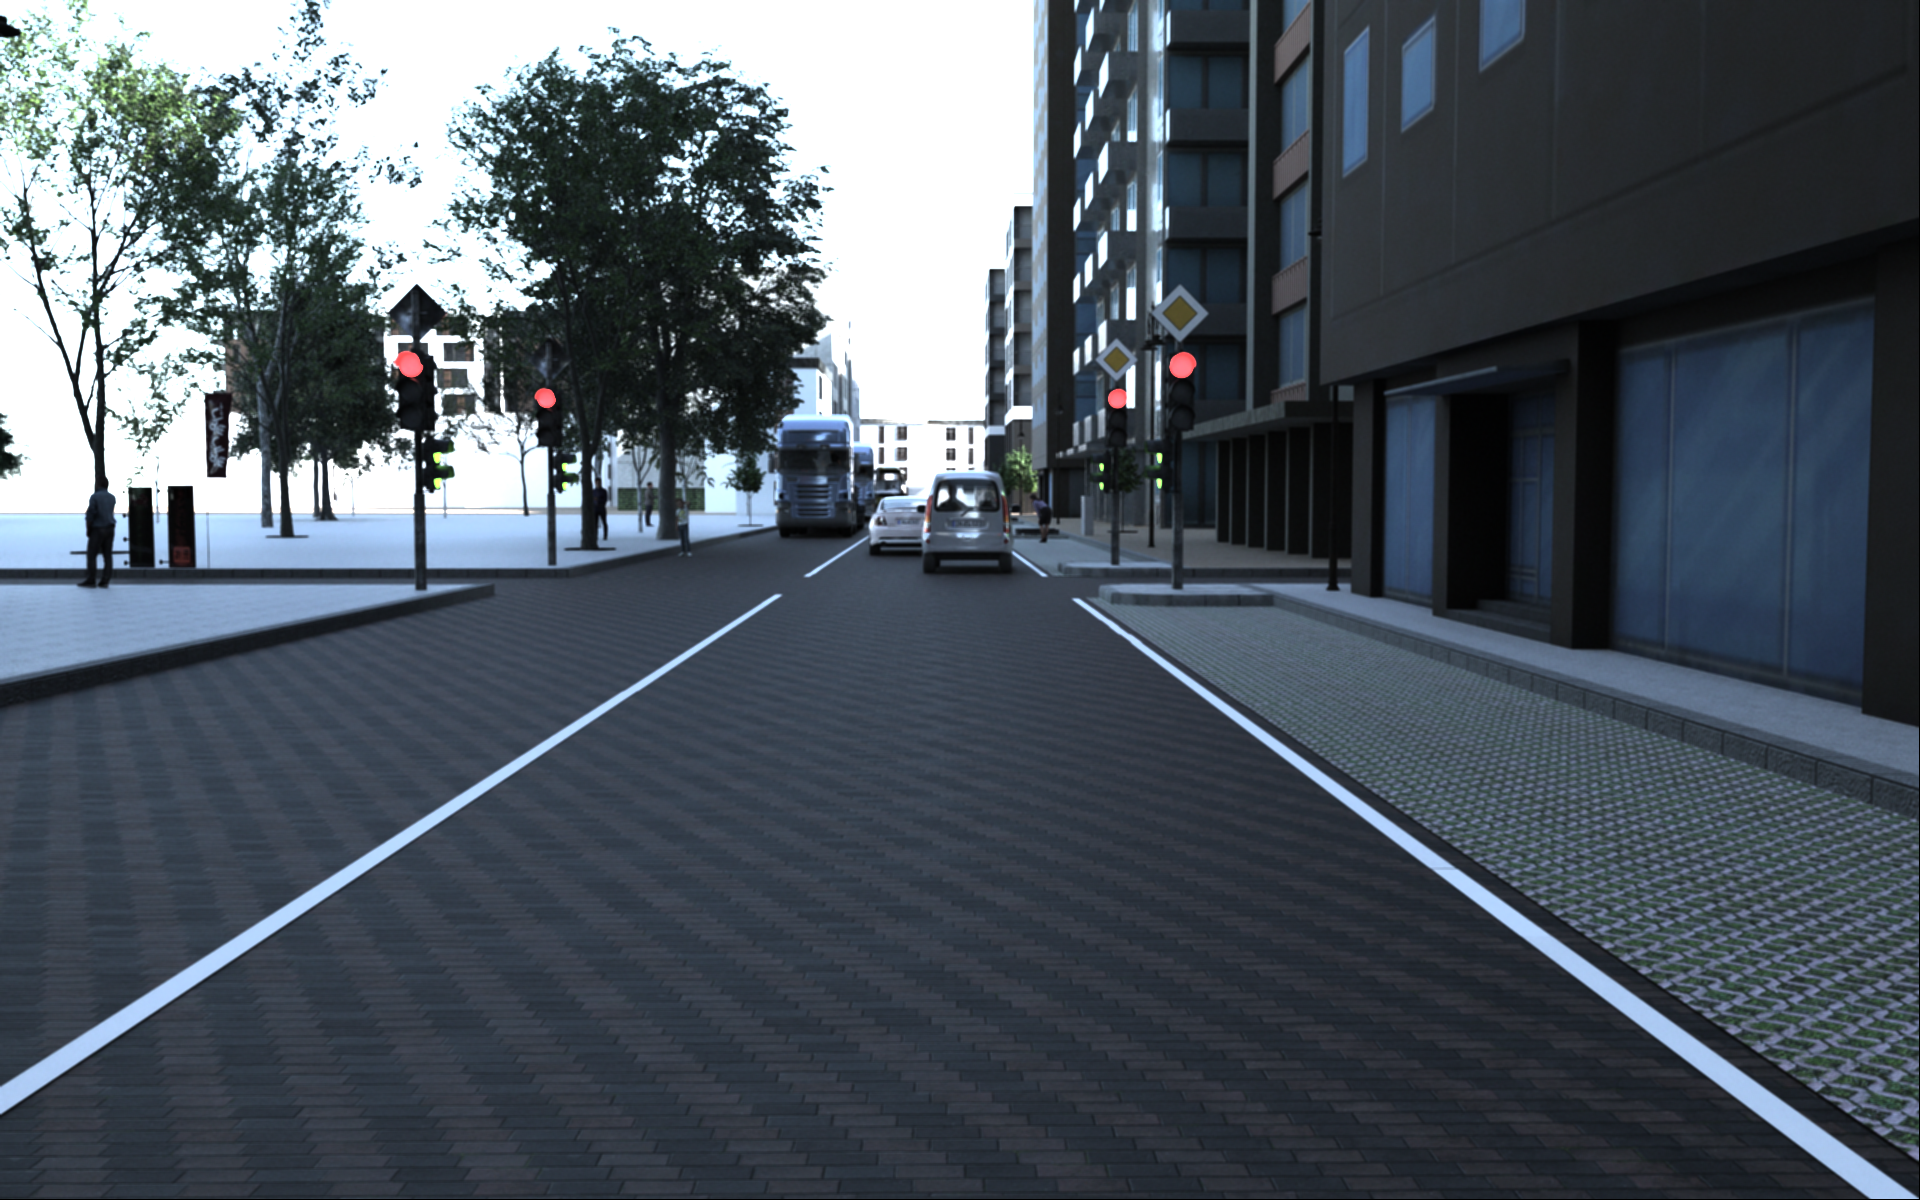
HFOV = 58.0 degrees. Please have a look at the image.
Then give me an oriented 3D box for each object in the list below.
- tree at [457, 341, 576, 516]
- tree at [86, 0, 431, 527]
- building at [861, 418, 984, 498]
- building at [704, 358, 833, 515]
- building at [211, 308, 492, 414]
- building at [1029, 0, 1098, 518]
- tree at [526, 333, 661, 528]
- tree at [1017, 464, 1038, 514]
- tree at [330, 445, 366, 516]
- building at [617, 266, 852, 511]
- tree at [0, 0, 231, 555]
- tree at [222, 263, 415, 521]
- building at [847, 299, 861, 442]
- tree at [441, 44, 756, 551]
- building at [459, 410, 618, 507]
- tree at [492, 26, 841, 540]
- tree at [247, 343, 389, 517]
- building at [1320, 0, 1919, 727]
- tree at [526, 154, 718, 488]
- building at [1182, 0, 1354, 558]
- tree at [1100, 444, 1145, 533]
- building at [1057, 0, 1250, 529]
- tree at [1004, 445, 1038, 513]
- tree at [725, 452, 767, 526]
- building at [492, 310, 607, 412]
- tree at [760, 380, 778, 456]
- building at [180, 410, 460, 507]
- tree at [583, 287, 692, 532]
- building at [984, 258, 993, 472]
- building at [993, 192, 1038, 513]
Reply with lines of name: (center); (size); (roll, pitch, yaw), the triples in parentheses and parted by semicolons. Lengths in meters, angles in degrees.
tree: (-25.808, -10.215, 101.428); (7.601, 10.594, 8.767); (0, 4, -6)
tree: (-25.987, -12.779, 64.821); (12.611, 20.169, 13.585); (0, 3, 0)
building: (-3.729, -15.493, 195.460); (28.070, 9.664, 9.099); (0, 4, -1)
building: (-13.420, -10.920, 120.694); (9.099, 9.664, 28.070); (0, 4, -1)
building: (-67.228, -22.014, 203.909); (32.646, 21.610, 27.936); (0, 4, -1)
building: (11.404, -27.404, 98.163); (14.600, 45.320, 14.200); (0, 4, -1)
tree: (-13.868, -7.027, 65.262); (4.360, 8.622, 3.978); (0, 3, 0)
tree: (4.484, -7.123, 111.055); (1.663, 3.219, 1.824); (0, 3, 0)
tree: (-36.017, -9.264, 101.824); (4.737, 8.622, 4.395); (0, 3, 0)
building: (-18.533, -17.357, 150.252); (16.747, 18.905, 31.486); (0, 4, -1)
tree: (-18.585, -6.792, 36.809); (9.928, 11.665, 9.643); (0, 3, 0)
tree: (-30.922, -10.205, 83.856); (9.611, 12.733, 9.660); (0, 3, 0)
building: (-15.868, -19.459, 174.570); (11.380, 20.091, 16.016); (0, 4, -1)
tree: (-8.436, -6.954, 39.448); (9.928, 11.665, 9.643); (0, 3, 0)
building: (-35.656, -14.396, 177.527); (28.070, 9.664, 9.099); (0, 4, -1)
tree: (-8.164, -8.687, 48.681); (9.857, 13.997, 8.962); (0, 3, 0)
tree: (-34.897, -10.806, 94.805); (7.486, 12.596, 7.792); (0, 3, 0)
building: (11.727, -22.288, 14.521); (14.600, 45.320, 14.200); (0, 4, -1)
tree: (-17.493, -14.165, 87.481); (12.611, 20.169, 13.585); (0, 3, 0)
building: (20.270, -23.675, 41.714); (28.867, 44.769, 22.147); (0, 4, -1)
tree: (5.553, -3.868, 57.837); (1.663, 3.219, 1.824); (0, 3, 0)
building: (16.763, -27.899, 75.764); (23.786, 49.044, 30.456); (0, 4, -1)
tree: (4.190, -8.036, 115.107); (4.285, 4.588, 4.351); (0, 3, 0)
tree: (-8.398, -4.573, 69.365); (1.663, 3.219, 1.824); (0, 3, 0)
building: (-34.567, -21.970, 203.190); (32.646, 21.610, 27.936); (0, 4, -1)
tree: (-12.747, -9.358, 103.366); (4.360, 8.622, 3.978); (0, 3, 0)
building: (-63.731, -14.403, 177.630); (28.070, 9.664, 9.099); (0, 4, -1)
tree: (-10.737, -6.568, 57.755); (4.737, 8.622, 4.395); (0, 3, 0)
building: (16.168, -19.735, 166.643); (27.936, 21.610, 32.646); (0, 4, -1)
building: (17.309, -17.743, 134.072); (27.936, 21.610, 32.646); (0, 4, -1)
